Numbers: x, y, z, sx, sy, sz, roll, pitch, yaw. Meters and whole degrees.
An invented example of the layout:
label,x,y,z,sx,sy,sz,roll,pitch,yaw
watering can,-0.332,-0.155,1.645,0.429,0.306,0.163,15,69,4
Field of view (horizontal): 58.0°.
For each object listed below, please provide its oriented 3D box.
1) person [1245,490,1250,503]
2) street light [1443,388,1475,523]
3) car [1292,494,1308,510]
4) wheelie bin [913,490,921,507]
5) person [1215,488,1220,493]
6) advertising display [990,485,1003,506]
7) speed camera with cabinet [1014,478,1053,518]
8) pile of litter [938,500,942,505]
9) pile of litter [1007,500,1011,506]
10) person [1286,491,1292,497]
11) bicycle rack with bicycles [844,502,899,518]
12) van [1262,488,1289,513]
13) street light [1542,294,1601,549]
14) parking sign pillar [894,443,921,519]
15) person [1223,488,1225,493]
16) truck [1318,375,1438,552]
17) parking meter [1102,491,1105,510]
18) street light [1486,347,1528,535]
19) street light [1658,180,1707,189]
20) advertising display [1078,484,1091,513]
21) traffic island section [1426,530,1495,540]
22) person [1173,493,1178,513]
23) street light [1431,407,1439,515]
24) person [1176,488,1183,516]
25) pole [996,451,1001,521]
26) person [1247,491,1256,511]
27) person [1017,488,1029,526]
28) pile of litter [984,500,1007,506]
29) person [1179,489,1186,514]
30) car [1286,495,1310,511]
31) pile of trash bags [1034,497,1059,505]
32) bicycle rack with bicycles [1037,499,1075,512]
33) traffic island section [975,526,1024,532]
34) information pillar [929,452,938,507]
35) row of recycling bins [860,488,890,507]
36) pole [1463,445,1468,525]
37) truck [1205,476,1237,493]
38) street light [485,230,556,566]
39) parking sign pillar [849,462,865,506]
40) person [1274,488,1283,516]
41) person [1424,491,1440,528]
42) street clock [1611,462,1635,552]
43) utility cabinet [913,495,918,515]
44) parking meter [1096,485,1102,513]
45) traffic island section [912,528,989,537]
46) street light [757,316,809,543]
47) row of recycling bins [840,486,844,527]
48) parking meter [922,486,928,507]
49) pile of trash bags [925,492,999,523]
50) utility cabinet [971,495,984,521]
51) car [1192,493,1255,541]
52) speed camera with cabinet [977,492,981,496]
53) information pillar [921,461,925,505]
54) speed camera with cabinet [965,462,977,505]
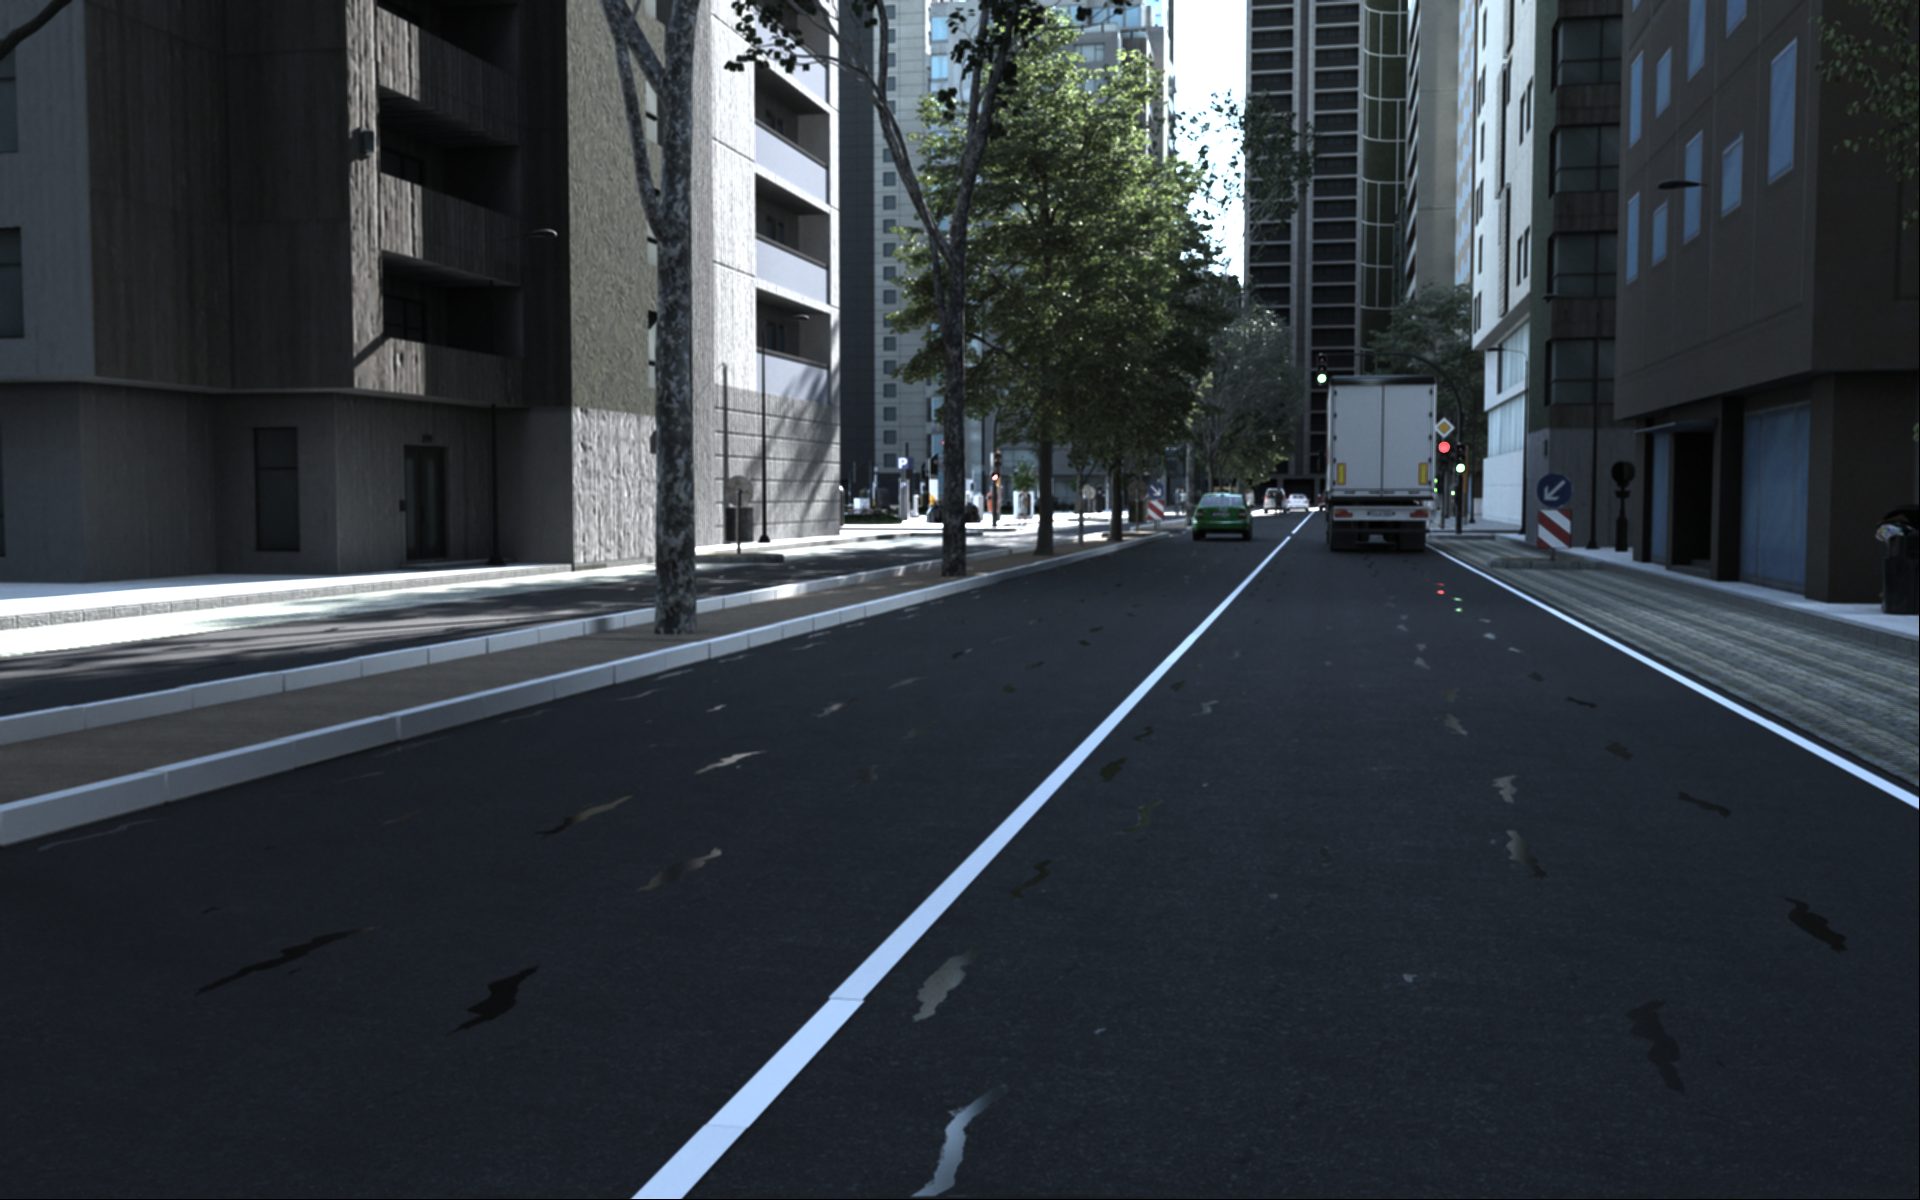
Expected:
label,x,y,z,sx,sy,sz,roll,pitch,yaw
person,21.812,-7.481,131.647,0.643,1.720,0.563,-1,4,-23
street light,21.998,-6.337,76.154,1.470,5.913,1.316,1,4,12
car,31.044,-9.018,159.443,2.014,1.417,4.499,1,4,13
wheelie bin,-3.597,-7.860,136.424,0.980,1.594,0.693,0,4,-7
person,15.790,-5.940,105.804,0.709,1.800,0.728,2,4,28
advertising display,2.639,-7.279,124.217,0.974,1.923,0.123,-2,4,-23
speed camera with cabinet,3.931,-6.024,92.832,2.038,3.252,0.660,-1,4,-15
pile of litter,-1.863,-7.686,139.627,1.176,0.858,1.719,-3,5,-42
pile of litter,3.860,-7.469,136.075,1.719,0.858,1.176,0,4,1
person,38.737,-11.938,203.618,1.348,1.831,0.705,0,4,-3
bicycle rack with bicycles,-4.128,-3.874,76.724,2.925,0.926,2.852,-1,4,-17
van,23.704,-7.528,130.098,2.013,2.044,4.112,1,4,11
street light,14.213,-4.142,40.271,1.470,5.913,1.316,1,4,12
parking sign pillar,-2.800,-6.298,91.441,1.447,3.967,1.447,-1,4,-14
person,16.994,-6.308,111.907,0.678,1.792,0.850,2,4,25
truck,11.086,-3.520,46.466,2.839,4.237,11.283,1,4,11
parking meter,11.197,-7.783,135.657,0.372,1.533,0.369,0,3,0
street light,17.348,-5.036,54.880,1.470,5.913,1.316,1,4,12
street light,11.016,-3.250,25.674,1.470,5.913,1.316,1,4,12
advertising display,8.267,-6.716,115.015,0.974,1.923,0.123,2,4,32
traffic island section,15.964,-2.027,55.429,2.009,0.180,2.903,1,4,12
person,16.483,-7.528,131.761,0.721,1.800,0.419,-3,5,-40
street light,25.151,-7.258,91.207,1.470,5.913,1.316,1,4,12
person,14.178,-6.312,111.885,0.526,1.800,0.537,2,4,32
pole,1.814,-5.366,81.576,0.158,3.312,0.155,0,3,0
person,21.874,-7.433,130.389,0.694,1.780,0.624,2,4,35
person,2.792,-4.087,76.325,0.522,1.701,0.512,2,4,34
pile of litter,2.374,-7.201,131.704,1.719,0.858,1.176,-1,4,-15
person,15.970,-7.057,124.373,0.782,1.767,0.515,3,5,43
car,28.130,-8.068,144.268,2.083,1.381,4.827,1,4,11
pile of trash bags,6.642,-7.549,133.179,1.912,1.369,3.447,0,4,-4
bicycle rack with bicycles,6.903,-6.619,121.608,2.925,0.926,2.852,0,4,5
traffic island section,1.311,-2.718,66.721,2.009,0.180,2.903,1,4,12
information pillar,-1.449,-6.411,96.175,0.504,3.616,0.183,-1,4,-23
row of recycling bins,-6.004,-7.053,122.433,1.069,1.692,3.534,-2,4,-31
pole,21.132,-4.804,72.391,0.158,3.312,0.155,0,3,0
truck,24.404,-9.973,158.976,3.469,3.379,9.791,1,4,11
street light,-7.777,-3.557,30.701,1.470,5.913,1.316,1,4,12
parking sign pillar,-8.594,-9.561,144.786,1.447,3.967,1.447,-1,4,-13
person,20.710,-6.391,112.775,0.659,1.850,0.755,-1,4,-12
person,18.039,-3.527,66.045,0.514,1.842,0.818,-2,4,-31
street clock,14.777,-2.083,38.630,0.358,2.002,0.471,-2,4,-31
utility cabinet,-2.848,-5.149,95.355,1.020,1.237,0.306,1,4,18
parking meter,9.227,-6.680,114.922,0.399,1.863,0.255,0,4,-8
traffic island section,-0.359,-2.240,58.912,2.009,0.180,2.903,1,4,12
street light,-4.620,-4.450,45.306,1.470,5.913,1.316,1,4,12
row of recycling bins,-5.528,-3.797,69.200,1.069,1.692,3.534,-2,4,-24
parking meter,-2.471,-7.109,121.943,0.255,1.863,0.399,-2,4,-27
pile of trash bags,0.266,-4.098,76.760,3.447,1.369,1.912,-2,4,-32
utility cabinet,0.909,-4.459,84.068,0.306,1.237,1.020,-1,4,-11
car,8.349,-2.816,54.846,1.959,1.807,4.718,1,4,11
speed camera with cabinet,1.155,-9.037,142.089,0.660,3.252,2.038,1,4,20
information pillar,-2.648,-8.098,123.763,0.183,3.616,0.504,2,4,30
speed camera with cabinet,0.324,-6.741,104.551,0.660,3.252,2.038,1,4,12
